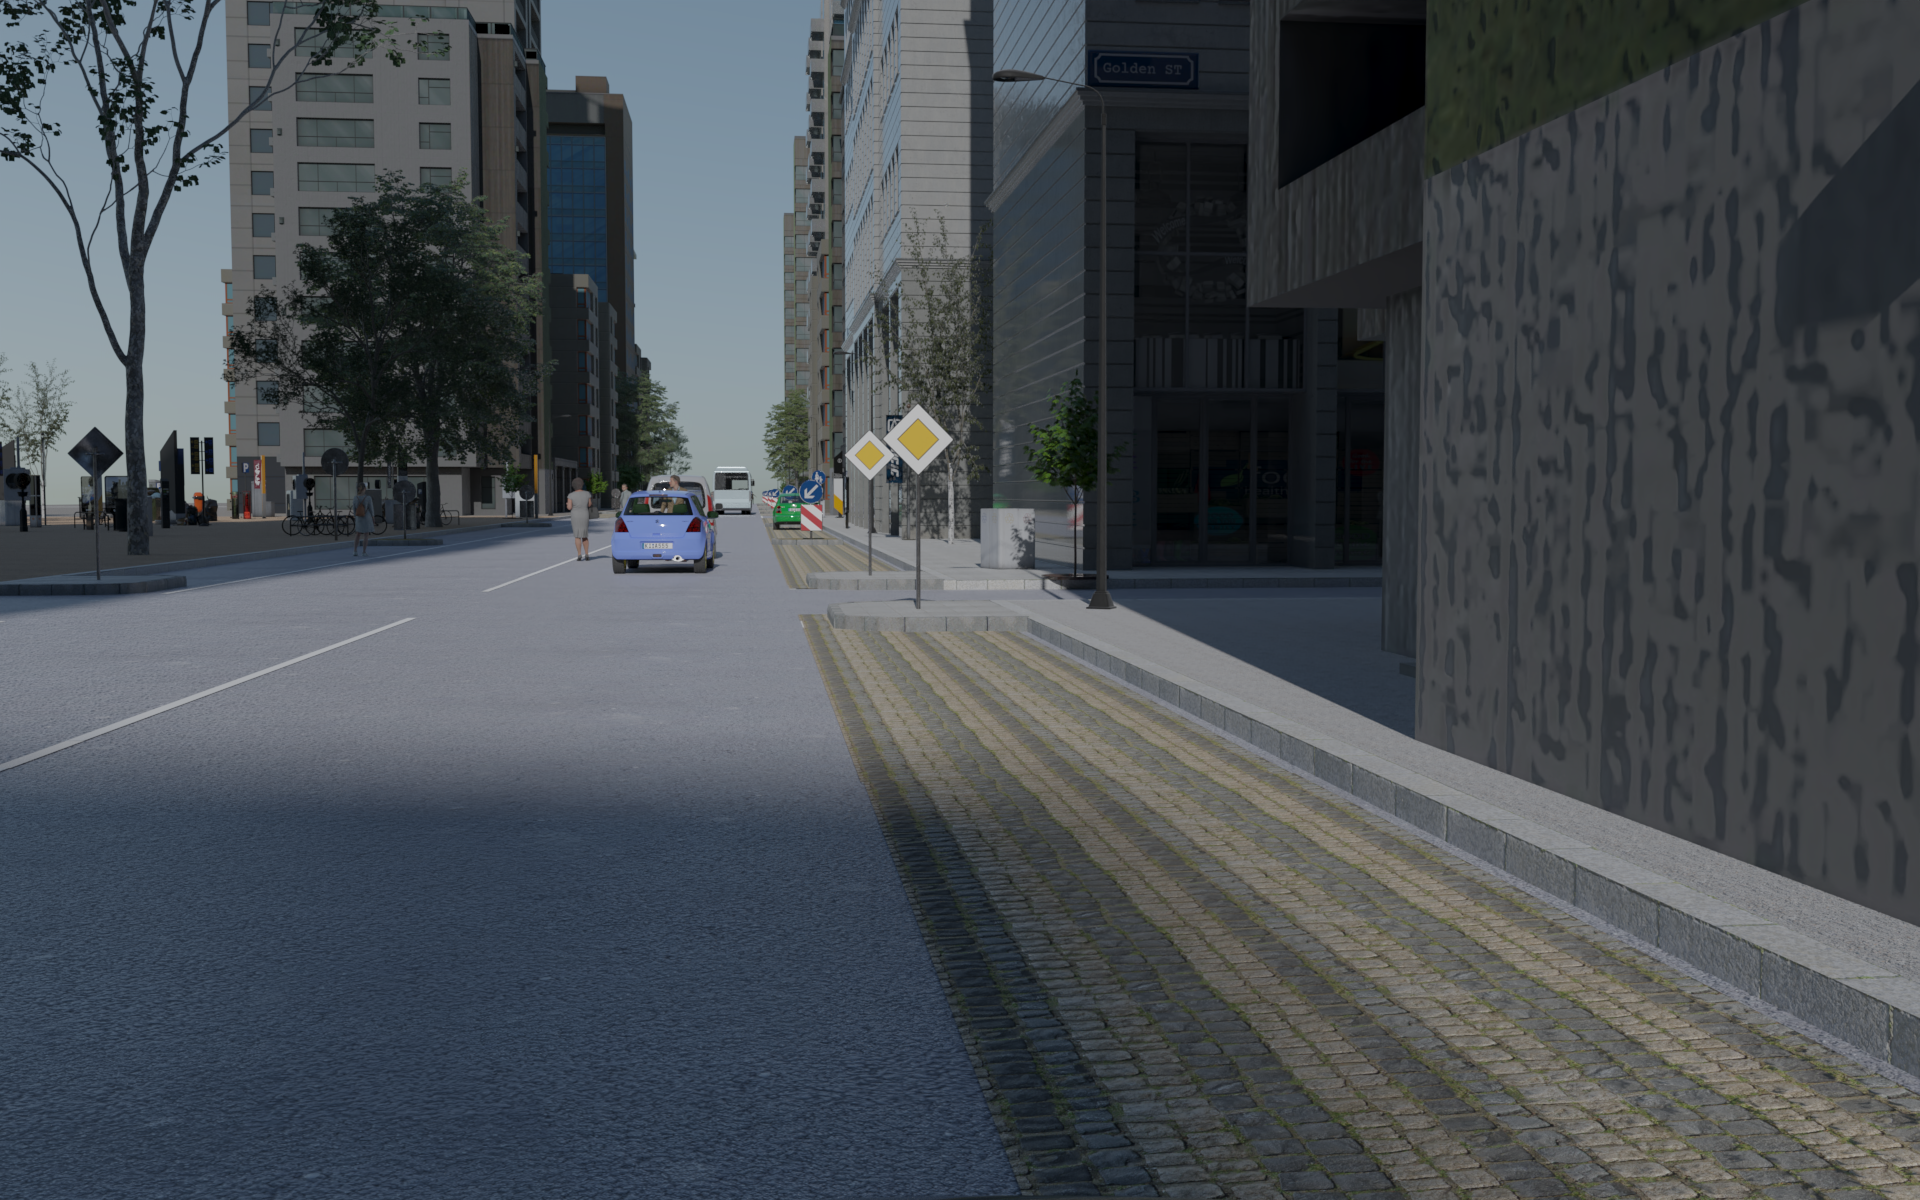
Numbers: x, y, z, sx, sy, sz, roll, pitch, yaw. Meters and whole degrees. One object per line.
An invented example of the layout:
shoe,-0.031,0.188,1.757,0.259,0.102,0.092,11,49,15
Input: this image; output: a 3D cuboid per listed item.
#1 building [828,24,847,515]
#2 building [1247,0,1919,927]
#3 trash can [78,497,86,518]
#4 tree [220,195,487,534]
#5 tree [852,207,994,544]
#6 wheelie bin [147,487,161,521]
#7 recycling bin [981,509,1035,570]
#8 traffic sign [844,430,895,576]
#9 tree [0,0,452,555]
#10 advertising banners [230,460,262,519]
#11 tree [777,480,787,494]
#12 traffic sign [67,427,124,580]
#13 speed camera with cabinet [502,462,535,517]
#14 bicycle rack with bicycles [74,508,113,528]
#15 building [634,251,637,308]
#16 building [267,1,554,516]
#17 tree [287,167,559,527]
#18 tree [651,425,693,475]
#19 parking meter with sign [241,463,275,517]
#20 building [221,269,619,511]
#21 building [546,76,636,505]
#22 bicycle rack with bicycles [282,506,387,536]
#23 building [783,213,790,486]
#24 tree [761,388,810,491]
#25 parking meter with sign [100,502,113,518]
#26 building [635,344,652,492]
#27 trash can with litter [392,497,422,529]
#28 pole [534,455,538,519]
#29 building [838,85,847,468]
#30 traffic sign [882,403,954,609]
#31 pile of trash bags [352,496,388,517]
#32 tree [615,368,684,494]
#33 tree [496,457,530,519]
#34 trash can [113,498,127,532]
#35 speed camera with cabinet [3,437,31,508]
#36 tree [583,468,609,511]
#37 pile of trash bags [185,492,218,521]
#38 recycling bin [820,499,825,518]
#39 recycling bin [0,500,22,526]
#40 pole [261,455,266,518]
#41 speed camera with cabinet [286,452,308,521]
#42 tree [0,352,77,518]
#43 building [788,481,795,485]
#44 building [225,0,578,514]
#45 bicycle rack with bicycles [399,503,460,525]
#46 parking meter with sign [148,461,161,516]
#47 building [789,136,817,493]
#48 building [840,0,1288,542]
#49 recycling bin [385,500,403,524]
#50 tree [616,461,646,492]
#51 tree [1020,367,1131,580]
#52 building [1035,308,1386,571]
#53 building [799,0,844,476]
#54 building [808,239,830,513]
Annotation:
building,-1.491,-20.767,111.247,14.160,30.474,14.107,0,4,-7
building,9.094,-14.637,11.020,14.160,30.474,14.107,0,4,-7
trash can,-44.568,-4.687,88.282,0.748,1.137,0.748,0,3,0
tree,-19.220,-7.370,54.906,8.767,10.594,7.601,-1,4,-11
tree,-0.368,-5.725,43.972,4.360,8.622,3.978,0,3,0
wheelie bin,-37.920,-4.491,81.330,0.980,1.594,0.693,0,3,0
recycling bin,0.824,-1.058,29.859,0.722,1.027,0.722,-2,4,-28
traffic sign,-1.417,-1.440,27.191,0.795,2.450,0.064,0,4,-7
tree,-17.514,-11.105,37.464,12.611,20.169,13.585,0,3,0
advertising banners,-36.400,-5.635,88.320,2.074,3.025,0.090,1,4,20
tree,-22.456,-13.762,219.614,1.663,3.219,1.824,0,3,0
traffic sign,-12.882,-1.358,25.843,0.795,2.450,0.064,0,4,-7
speed camera with cabinet,-24.540,-6.232,96.237,2.038,3.252,0.660,3,4,36
bicycle rack with bicycles,-32.221,-3.229,66.168,2.852,0.926,2.925,1,4,11
building,-57.426,-33.360,237.320,32.217,40.220,23.993,0,4,-7
building,-33.133,-20.476,106.483,14.160,30.474,14.107,0,4,-7
tree,-20.472,-9.782,66.583,9.857,13.997,8.962,0,3,0
tree,-43.718,-20.370,258.810,9.928,11.665,9.643,0,3,0
parking meter with sign,-39.001,-6.122,96.358,1.738,3.016,0.543,1,4,12
building,-44.629,-18.599,149.132,27.650,21.520,28.899,0,4,-7
building,-43.126,-32.995,189.586,14.600,45.320,14.200,0,4,-7
bicycle rack with bicycles,-19.522,-2.449,53.426,2.925,0.926,2.852,0,4,3
building,-18.775,-34.893,254.095,14.154,41.232,14.086,0,4,-7
tree,-17.689,-16.353,185.504,7.486,12.596,7.792,0,3,0
parking meter with sign,-45.389,-5.919,93.030,1.738,3.016,0.543,-3,4,-38
building,-52.546,-22.434,211.830,27.650,21.520,28.899,0,4,-7
trash can with litter,-20.273,-3.184,63.441,1.055,1.170,0.624,0,4,2
pole,-22.114,-5.905,90.385,0.158,3.312,0.155,0,3,0
building,1.362,-18.192,90.939,14.314,27.812,24.014,0,4,-7
traffic sign,-0.467,-0.955,19.263,0.795,2.450,0.064,0,4,-7
pile of trash bags,-32.905,-5.305,96.483,1.912,1.369,3.447,-3,4,-36
tree,-33.059,-16.434,175.353,9.857,13.997,8.962,0,3,0
tree,-23.256,-5.831,89.937,1.663,3.219,1.824,0,3,0
trash can,-28.411,-2.893,58.959,0.748,1.137,0.748,0,3,0
speed camera with cabinet,-33.218,-3.996,59.664,2.038,3.252,0.660,0,4,-7
tree,-27.649,-8.441,132.617,1.663,3.219,1.824,0,3,0
pile of trash bags,-35.678,-4.351,80.888,1.912,1.369,3.447,-2,4,-29
recycling bin,-7.763,-5.027,94.742,0.722,1.027,0.722,0,4,-6
recycling bin,-38.342,-3.511,69.953,0.722,1.027,0.722,3,4,37
pole,-36.577,-5.939,90.941,0.158,3.312,0.155,0,3,0
speed camera with cabinet,-31.530,-5.383,82.341,0.660,3.252,2.038,-2,4,-33
tree,-49.580,-8.730,93.093,4.360,8.622,3.978,0,3,0
building,-7.251,-33.288,236.132,32.217,40.220,23.993,0,4,-7
building,-38.373,-41.857,122.614,20.563,71.187,20.611,0,4,-7
bicycle rack with bicycles,-22.125,-3.539,71.252,2.852,0.926,2.925,2,4,26
parking meter with sign,-42.332,-5.806,91.192,1.738,3.016,0.543,2,4,35
building,-12.245,-31.669,201.387,14.154,41.232,14.086,0,4,-7
building,1.930,-17.509,63.766,11.434,29.767,29.804,0,4,-7
recycling bin,-24.449,-3.824,75.068,0.722,1.027,0.722,0,4,0
tree,-32.191,-11.272,168.004,4.285,4.588,4.351,0,3,0
tree,1.871,-1.942,26.350,1.663,3.219,1.824,0,3,0
building,16.035,-15.760,35.175,29.804,29.767,11.434,0,4,-7
building,-3.020,-33.196,162.365,23.786,49.044,30.456,0,4,-7
building,2.626,-17.651,133.627,27.650,21.520,28.899,0,4,-7
